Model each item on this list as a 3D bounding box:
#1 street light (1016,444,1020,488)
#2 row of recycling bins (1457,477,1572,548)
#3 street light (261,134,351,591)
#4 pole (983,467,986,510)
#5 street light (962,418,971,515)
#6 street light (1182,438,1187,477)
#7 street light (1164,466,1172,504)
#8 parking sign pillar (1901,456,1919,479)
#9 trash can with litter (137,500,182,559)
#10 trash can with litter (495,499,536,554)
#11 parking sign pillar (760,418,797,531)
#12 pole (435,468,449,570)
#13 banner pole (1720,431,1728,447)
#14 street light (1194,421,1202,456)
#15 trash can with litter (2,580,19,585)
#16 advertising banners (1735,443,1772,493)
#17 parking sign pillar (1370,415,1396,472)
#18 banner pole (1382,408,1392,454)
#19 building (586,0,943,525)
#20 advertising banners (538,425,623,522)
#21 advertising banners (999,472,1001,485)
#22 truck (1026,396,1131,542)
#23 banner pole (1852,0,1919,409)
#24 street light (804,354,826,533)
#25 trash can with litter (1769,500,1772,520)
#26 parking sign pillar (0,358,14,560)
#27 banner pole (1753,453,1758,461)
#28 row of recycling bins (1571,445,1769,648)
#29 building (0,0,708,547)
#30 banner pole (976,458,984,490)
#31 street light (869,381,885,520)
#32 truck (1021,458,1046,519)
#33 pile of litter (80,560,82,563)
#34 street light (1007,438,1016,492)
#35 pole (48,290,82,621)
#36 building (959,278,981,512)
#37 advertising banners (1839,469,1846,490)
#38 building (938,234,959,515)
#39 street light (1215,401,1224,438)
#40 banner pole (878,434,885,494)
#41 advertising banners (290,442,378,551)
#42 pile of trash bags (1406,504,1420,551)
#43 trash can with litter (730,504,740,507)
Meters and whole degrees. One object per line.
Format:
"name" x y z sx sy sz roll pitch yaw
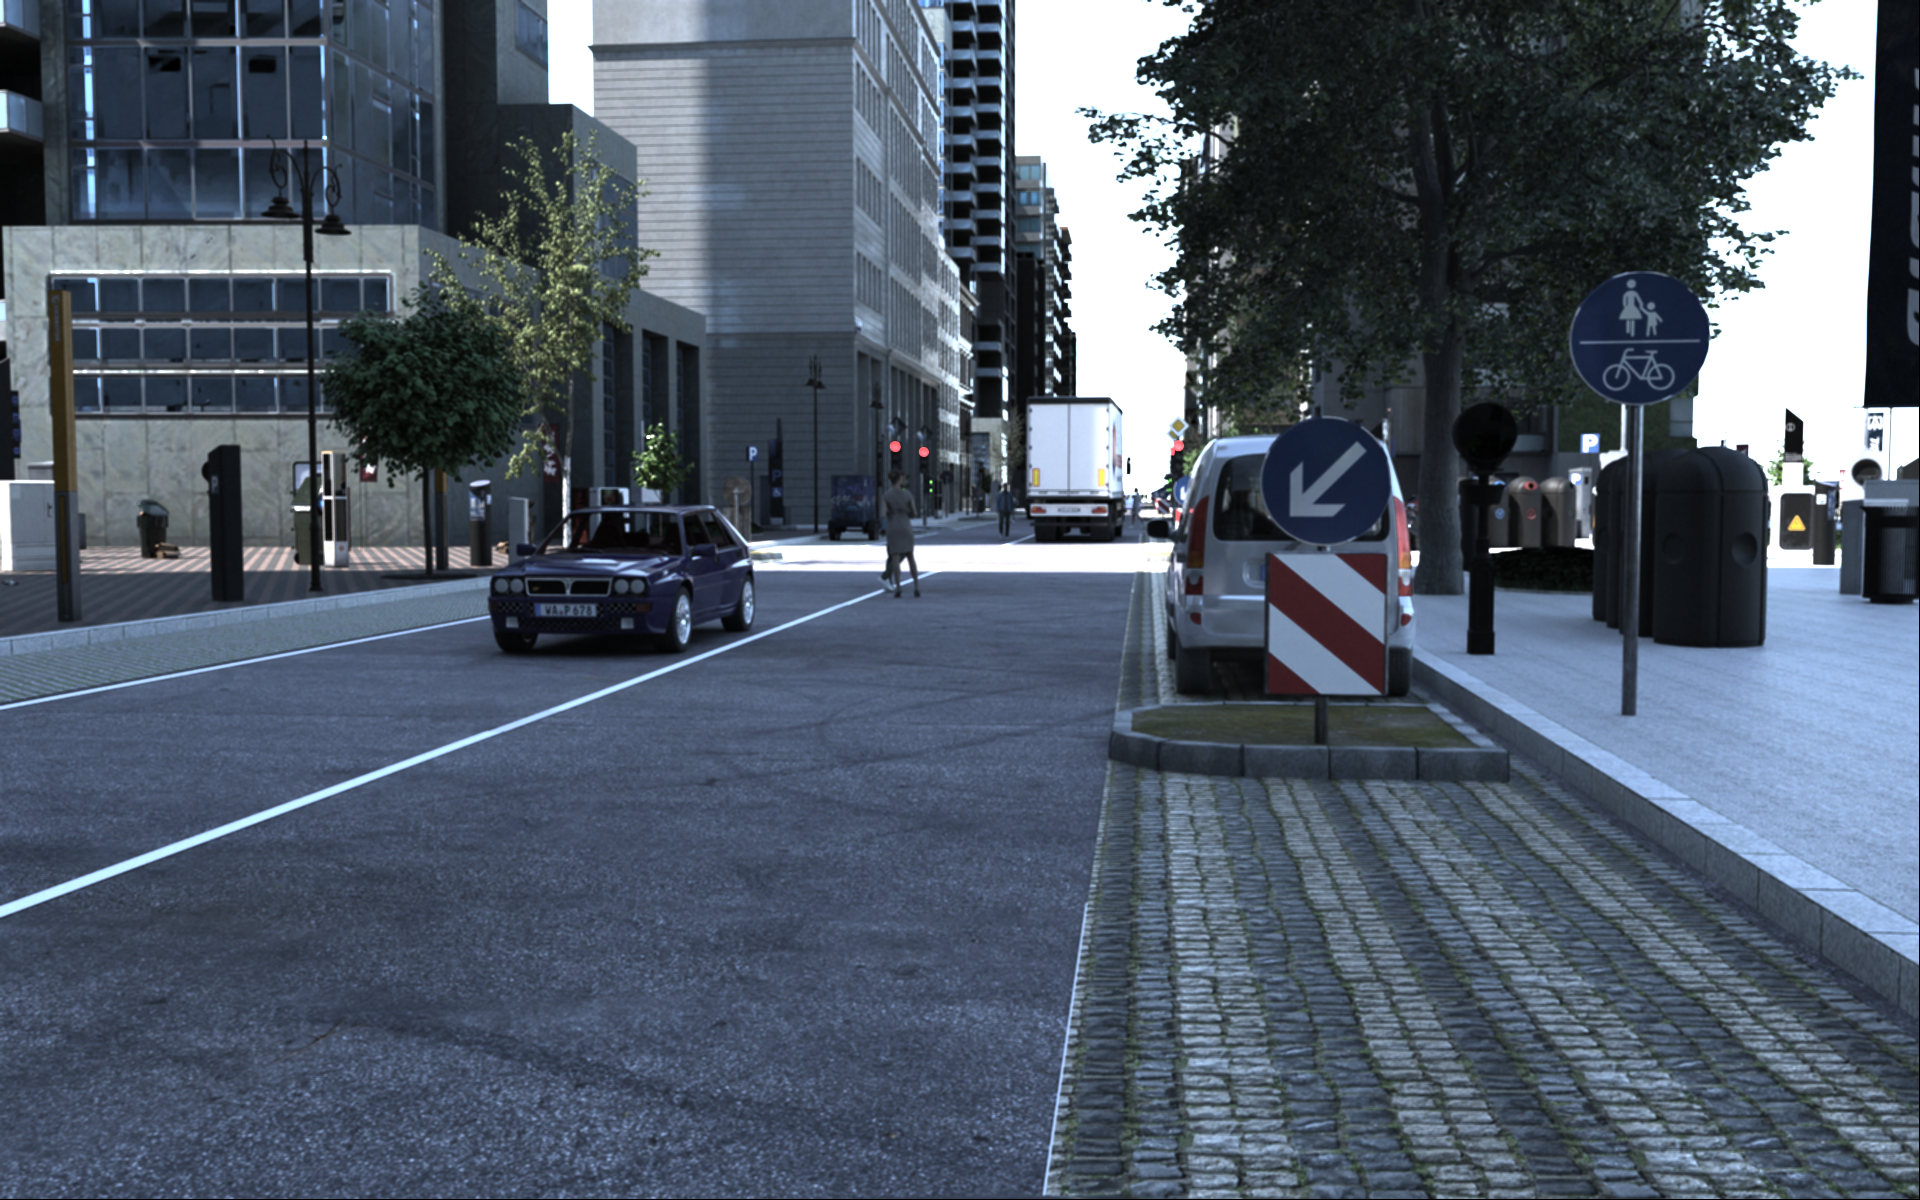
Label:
"street light" 4.772 -10.648 146.884 0.468 5.910 1.993 0 4 6
"row of recycling bins" 13.027 -2.090 41.279 3.534 1.692 1.069 -1 4 -17
"street light" -8.537 -3.058 22.780 0.468 5.910 1.993 0 4 6
"pole" 1.854 -8.488 132.619 0.158 3.312 0.155 0 3 0
"street light" 0.455 -8.099 105.198 0.468 5.910 1.993 0 4 6
"street light" 19.273 -10.840 150.020 0.468 5.910 1.993 0 4 6
"street light" 32.036 -18.013 267.298 0.468 5.910 1.993 0 4 6
"parking sign pillar" 62.739 -7.683 114.085 1.447 3.967 1.447 1 4 15
"trash can with litter" -15.917 -1.416 34.543 1.055 1.170 0.624 2 4 34
"trash can with litter" -9.547 -1.568 37.024 1.055 1.170 0.624 3 4 38
"parking sign pillar" -6.465 -4.430 60.902 1.447 3.967 1.447 -1 4 -8
"pole" -8.773 -2.166 29.254 0.158 3.312 0.155 0 3 0
"banner pole" 30.498 -4.844 69.218 0.401 3.779 0.863 0 4 3
"street light" 14.720 -8.229 107.324 0.468 5.910 1.993 0 4 6
"trash can with litter" -13.776 -0.776 23.748 1.678 1.210 2.233 1 4 19
"advertising banners" 27.454 -3.858 59.270 0.090 3.025 2.074 -2 4 -34
"parking sign pillar" 14.422 -4.369 59.904 1.447 3.967 1.447 -3 4 -38
"banner pole" 12.432 -3.700 50.515 0.401 3.779 0.863 2 4 32
"building" -8.133 -18.861 85.865 11.434 29.767 29.804 0 4 6
"advertising banners" -9.478 -2.880 43.269 2.074 3.025 0.090 0 4 0
"advertising banners" 2.987 -8.679 138.082 0.090 3.025 2.074 -1 4 -13
"truck" 3.875 -4.059 55.277 2.839 4.237 11.283 0 4 8
"banner pole" 3.613 -0.983 6.092 0.863 3.779 0.401 1 4 11
"street light" -4.761 -5.161 57.177 0.468 5.910 1.993 0 4 6
"trash can with litter" 39.938 -4.518 85.249 1.055 1.170 0.624 2 4 25
"parking sign pillar" -19.302 -2.778 33.898 1.447 3.967 1.447 3 5 40
"banner pole" 48.694 -7.116 106.366 0.863 3.779 0.401 -1 4 -13
"row of recycling bins" 6.588 -0.550 16.104 1.069 1.692 3.534 1 4 10
"building" -25.774 -45.152 50.908 31.000 86.520 22.319 0 4 6
"banner pole" 1.309 -7.896 119.119 0.863 3.779 0.401 3 5 40
"street light" -3.393 -6.004 70.954 0.468 5.910 1.993 0 4 6
"truck" 5.329 -6.948 102.508 2.839 4.237 11.283 0 4 6
"pile of litter" -16.946 -1.113 32.164 1.176 0.858 1.719 -1 4 -21
"street light" 4.004 -10.195 139.475 0.468 5.910 1.993 0 4 6
"pole" -9.022 -1.444 17.457 0.158 3.312 0.155 0 3 0
"building" -4.645 -16.072 127.410 10.561 19.102 19.286 0 4 6
"advertising banners" 60.674 -7.606 120.549 0.090 3.025 2.074 -2 4 -27
"building" -6.112 -15.572 109.359 10.420 20.320 16.860 0 4 6
"street light" 10.956 -6.119 72.827 0.468 5.910 1.993 0 4 6
"banner pole" -3.297 -5.055 72.666 0.401 3.779 0.863 -2 4 -24
"advertising banners" -13.913 -2.599 38.683 2.074 3.025 0.090 0 4 1
"pile of trash bags" 8.889 -1.793 39.075 3.447 1.369 1.912 -2 4 -27
"trash can with litter" -7.850 -2.878 58.115 1.678 1.210 2.233 2 4 27
